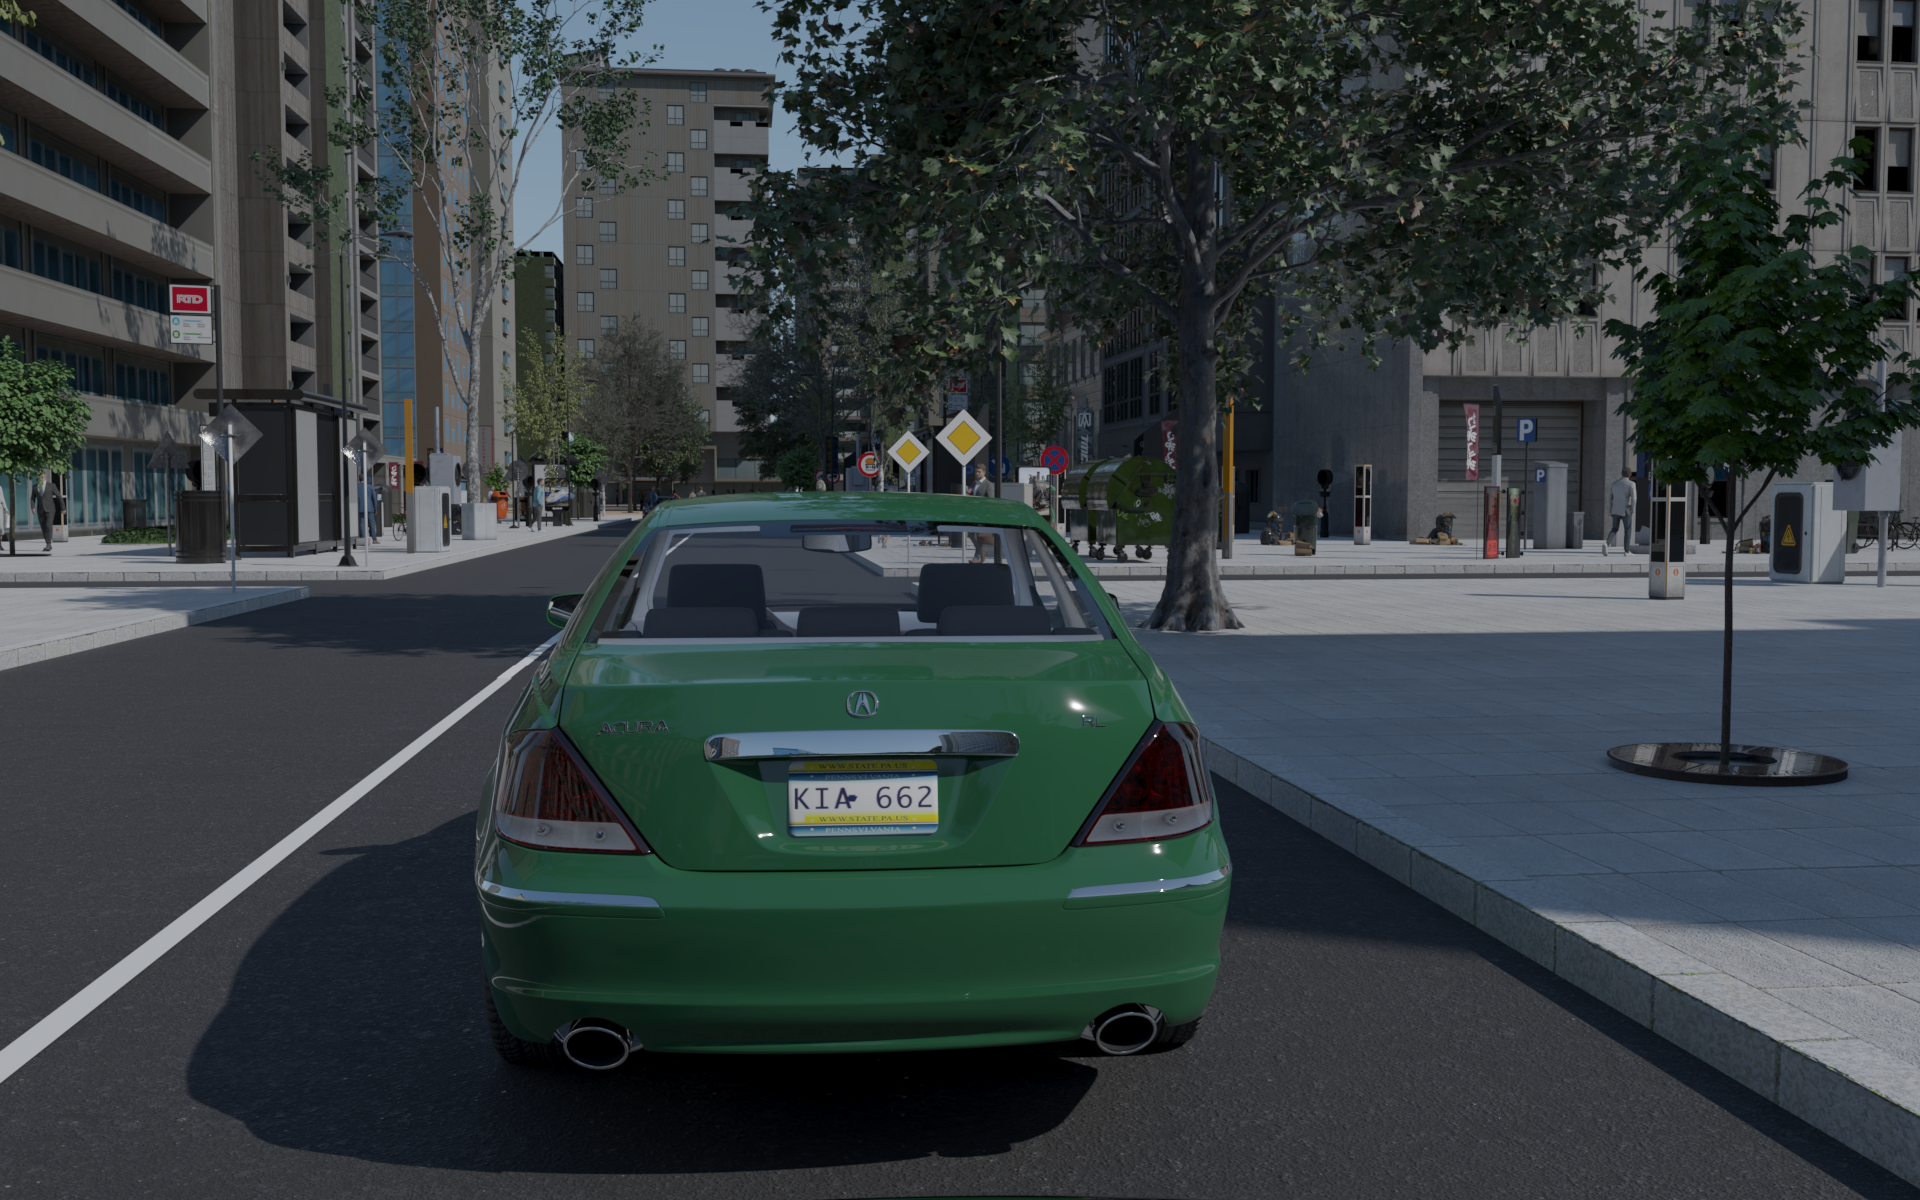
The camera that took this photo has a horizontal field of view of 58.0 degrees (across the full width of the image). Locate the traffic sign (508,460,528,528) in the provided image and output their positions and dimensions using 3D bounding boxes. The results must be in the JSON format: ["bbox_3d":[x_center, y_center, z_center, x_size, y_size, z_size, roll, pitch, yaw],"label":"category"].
[{"bbox_3d":[-16.709,-3.999,65.493,0.768,2.556,0.104,0,4,-4],"label":"traffic sign"}]

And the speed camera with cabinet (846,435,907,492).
[{"bbox_3d":[-2.774,-3.897,58.057,2.038,3.252,0.660,-1,4,-13],"label":"speed camera with cabinet"}]

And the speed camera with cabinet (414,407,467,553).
[{"bbox_3d":[-11.649,-2.713,38.687,0.660,3.252,2.038,0,4,-3],"label":"speed camera with cabinet"}]

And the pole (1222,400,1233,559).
[{"bbox_3d":[5.272,-2.462,34.104,0.158,3.312,0.155,0,3,0],"label":"pole"}]

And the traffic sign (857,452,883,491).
[{"bbox_3d":[-2.708,-3.189,52.251,0.768,2.556,0.104,0,4,-5],"label":"traffic sign"}]

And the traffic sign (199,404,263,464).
[{"bbox_3d":[-9.451,-1.239,22.455,0.795,2.593,0.064,0,4,-7],"label":"traffic sign"}]

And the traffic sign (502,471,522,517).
[{"bbox_3d":[-17.913,-4.249,69.479,0.884,2.594,0.081,0,3,0],"label":"traffic sign"}]

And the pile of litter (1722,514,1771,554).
[{"bbox_3d":[17.317,-1.435,37.428,1.719,0.858,1.176,1,4,9],"label":"pile of litter"}]

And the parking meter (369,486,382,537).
[{"bbox_3d":[-17.478,-2.652,51.767,0.372,1.533,0.369,0,3,0],"label":"parking meter"}]

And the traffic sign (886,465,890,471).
[{"bbox_3d":[-2.850,-3.725,61.004,0.768,2.556,0.104,0,4,1],"label":"traffic sign"}]

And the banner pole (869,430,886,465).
[{"bbox_3d":[-2.793,-4.267,59.776,0.863,3.779,0.401,-3,4,-37],"label":"banner pole"}]

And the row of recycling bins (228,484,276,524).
[{"bbox_3d":[-28.146,-3.711,67.783,3.534,1.692,1.069,1,4,21],"label":"row of recycling bins"}]

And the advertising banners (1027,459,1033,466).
[{"bbox_3d":[3.960,-5.565,87.170,0.090,3.025,2.074,-2,4,-31],"label":"advertising banners"}]

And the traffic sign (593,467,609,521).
[{"bbox_3d":[-17.393,-5.112,83.588,0.884,2.594,0.081,0,4,-4],"label":"traffic sign"}]

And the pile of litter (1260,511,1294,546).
[{"bbox_3d":[8.224,-1.828,43.848,1.176,0.858,1.719,3,5,43],"label":"pile of litter"}]

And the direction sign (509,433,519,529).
[{"bbox_3d":[-16.649,-4.435,64.509,0.379,3.537,0.876,-1,4,-17],"label":"direction sign"}]

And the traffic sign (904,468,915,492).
[{"bbox_3d":[-1.725,-3.693,62.507,0.606,2.300,0.079,0,4,2],"label":"traffic sign"}]

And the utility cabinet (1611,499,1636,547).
[{"bbox_3d":[16.417,-1.899,42.202,1.020,1.237,0.306,0,4,-5],"label":"utility cabinet"}]

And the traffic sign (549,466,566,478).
[{"bbox_3d":[-18.281,-4.803,78.633,0.768,2.556,0.104,0,4,-2],"label":"traffic sign"}]

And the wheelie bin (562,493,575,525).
[{"bbox_3d":[-16.679,-3.970,72.819,0.980,1.594,0.693,-1,4,-13],"label":"wheelie bin"}]

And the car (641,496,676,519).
[{"bbox_3d":[-14.726,-4.467,85.616,1.945,1.354,3.894,0,4,-5],"label":"car"}]

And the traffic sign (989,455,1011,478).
[{"bbox_3d":[1.242,-3.408,55.832,0.768,2.556,0.104,0,4,-6],"label":"traffic sign"}]

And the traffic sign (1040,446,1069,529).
[{"bbox_3d":[2.482,-2.787,45.679,0.768,2.556,0.104,0,4,-5],"label":"traffic sign"}]

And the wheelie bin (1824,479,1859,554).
[{"bbox_3d":[18.942,-1.795,37.261,0.693,1.594,0.980,-3,5,-40],"label":"wheelie bin"}]

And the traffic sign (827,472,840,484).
[{"bbox_3d":[-6.467,-5.390,88.237,0.768,2.556,0.104,0,4,1],"label":"traffic sign"}]

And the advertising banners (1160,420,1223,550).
[{"bbox_3d":[5.486,-2.706,40.423,0.090,3.025,2.074,-3,5,-43],"label":"advertising banners"}]

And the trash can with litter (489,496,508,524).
[{"bbox_3d":[-20.269,-3.872,74.357,1.678,1.210,2.233,0,4,-3],"label":"trash can with litter"}]

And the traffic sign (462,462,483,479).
[{"bbox_3d":[-18.067,-3.918,64.160,0.768,2.556,0.104,0,4,-1],"label":"traffic sign"}]

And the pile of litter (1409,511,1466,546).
[{"bbox_3d":[12.080,-1.825,43.804,1.176,0.858,1.719,-1,4,-10],"label":"pile of litter"}]

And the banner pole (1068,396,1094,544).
[{"bbox_3d":[3.048,-3.315,44.225,0.863,3.779,0.401,3,4,37],"label":"banner pole"}]

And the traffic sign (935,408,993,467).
[{"bbox_3d":[0.072,-1.311,23.617,0.795,2.593,0.064,0,4,-7],"label":"traffic sign"}]

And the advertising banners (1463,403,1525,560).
[{"bbox_3d":[10.499,-2.319,34.103,2.074,3.025,0.090,-3,4,-39],"label":"advertising banners"}]

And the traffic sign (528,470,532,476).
[{"bbox_3d":[-21.749,-5.425,88.810,0.768,2.556,0.104,0,4,-3],"label":"traffic sign"}]

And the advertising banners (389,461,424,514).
[{"bbox_3d":[-30.200,-6.031,94.802,2.074,3.025,0.090,-2,4,-32],"label":"advertising banners"}]

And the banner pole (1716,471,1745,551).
[{"bbox_3d":[17.374,-2.990,38.898,0.863,3.779,0.401,0,4,0],"label":"banner pole"}]

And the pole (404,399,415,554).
[{"bbox_3d":[-11.846,-2.656,37.274,0.158,3.312,0.155,0,3,0],"label":"pole"}]

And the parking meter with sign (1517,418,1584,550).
[{"bbox_3d":[13.737,-2.688,40.203,1.738,3.016,0.543,-2,4,-29],"label":"parking meter with sign"}]

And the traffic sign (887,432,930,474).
[{"bbox_3d":[-0.916,-1.795,31.541,0.795,2.593,0.064,0,4,-7],"label":"traffic sign"}]

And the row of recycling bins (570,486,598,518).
[{"bbox_3d":[-20.515,-5.226,92.564,1.069,1.692,3.534,1,4,22],"label":"row of recycling bins"}]

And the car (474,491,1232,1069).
[{"bbox_3d":[-0.405,0.363,5.867,2.131,1.459,4.920,0,4,-5],"label":"car"}]

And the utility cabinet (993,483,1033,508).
[{"bbox_3d":[0.894,-1.578,34.474,1.173,1.500,0.318,3,4,38],"label":"utility cabinet"}]

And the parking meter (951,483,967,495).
[{"bbox_3d":[-0.032,-2.009,41.263,0.372,1.533,0.369,0,3,0],"label":"parking meter"}]

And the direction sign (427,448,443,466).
[{"bbox_3d":[-25.825,-5.707,85.312,0.876,3.537,0.379,1,4,16],"label":"direction sign"}]

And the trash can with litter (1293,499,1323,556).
[{"bbox_3d":[7.253,-1.512,36.107,0.624,1.170,1.055,1,4,11],"label":"trash can with litter"}]

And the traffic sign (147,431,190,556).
[{"bbox_3d":[-16.291,-2.180,35.645,0.884,2.594,0.081,0,4,2],"label":"traffic sign"}]

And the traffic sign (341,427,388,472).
[{"bbox_3d":[-10.439,-1.724,30.379,0.795,2.593,0.064,0,4,-7],"label":"traffic sign"}]

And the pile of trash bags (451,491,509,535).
[{"bbox_3d":[-15.806,-2.803,55.585,1.912,1.369,3.447,2,4,29],"label":"pile of trash bags"}]

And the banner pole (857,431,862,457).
[{"bbox_3d":[-3.991,-4.839,69.127,0.401,3.779,0.863,0,4,6],"label":"banner pole"}]

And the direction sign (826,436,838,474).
[{"bbox_3d":[-5.024,-4.655,68.105,0.379,3.537,0.876,2,4,28],"label":"direction sign"}]

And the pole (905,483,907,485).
[{"bbox_3d":[-2.936,-6.199,95.193,0.158,3.312,0.155,0,3,0],"label":"pole"}]

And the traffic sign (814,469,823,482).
[{"bbox_3d":[-7.084,-5.426,88.821,0.768,2.556,0.104,0,4,-4],"label":"traffic sign"}]

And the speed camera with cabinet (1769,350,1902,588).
[{"bbox_3d":[12.358,-1.846,24.511,0.660,3.252,2.038,-1,4,-9],"label":"speed camera with cabinet"}]
